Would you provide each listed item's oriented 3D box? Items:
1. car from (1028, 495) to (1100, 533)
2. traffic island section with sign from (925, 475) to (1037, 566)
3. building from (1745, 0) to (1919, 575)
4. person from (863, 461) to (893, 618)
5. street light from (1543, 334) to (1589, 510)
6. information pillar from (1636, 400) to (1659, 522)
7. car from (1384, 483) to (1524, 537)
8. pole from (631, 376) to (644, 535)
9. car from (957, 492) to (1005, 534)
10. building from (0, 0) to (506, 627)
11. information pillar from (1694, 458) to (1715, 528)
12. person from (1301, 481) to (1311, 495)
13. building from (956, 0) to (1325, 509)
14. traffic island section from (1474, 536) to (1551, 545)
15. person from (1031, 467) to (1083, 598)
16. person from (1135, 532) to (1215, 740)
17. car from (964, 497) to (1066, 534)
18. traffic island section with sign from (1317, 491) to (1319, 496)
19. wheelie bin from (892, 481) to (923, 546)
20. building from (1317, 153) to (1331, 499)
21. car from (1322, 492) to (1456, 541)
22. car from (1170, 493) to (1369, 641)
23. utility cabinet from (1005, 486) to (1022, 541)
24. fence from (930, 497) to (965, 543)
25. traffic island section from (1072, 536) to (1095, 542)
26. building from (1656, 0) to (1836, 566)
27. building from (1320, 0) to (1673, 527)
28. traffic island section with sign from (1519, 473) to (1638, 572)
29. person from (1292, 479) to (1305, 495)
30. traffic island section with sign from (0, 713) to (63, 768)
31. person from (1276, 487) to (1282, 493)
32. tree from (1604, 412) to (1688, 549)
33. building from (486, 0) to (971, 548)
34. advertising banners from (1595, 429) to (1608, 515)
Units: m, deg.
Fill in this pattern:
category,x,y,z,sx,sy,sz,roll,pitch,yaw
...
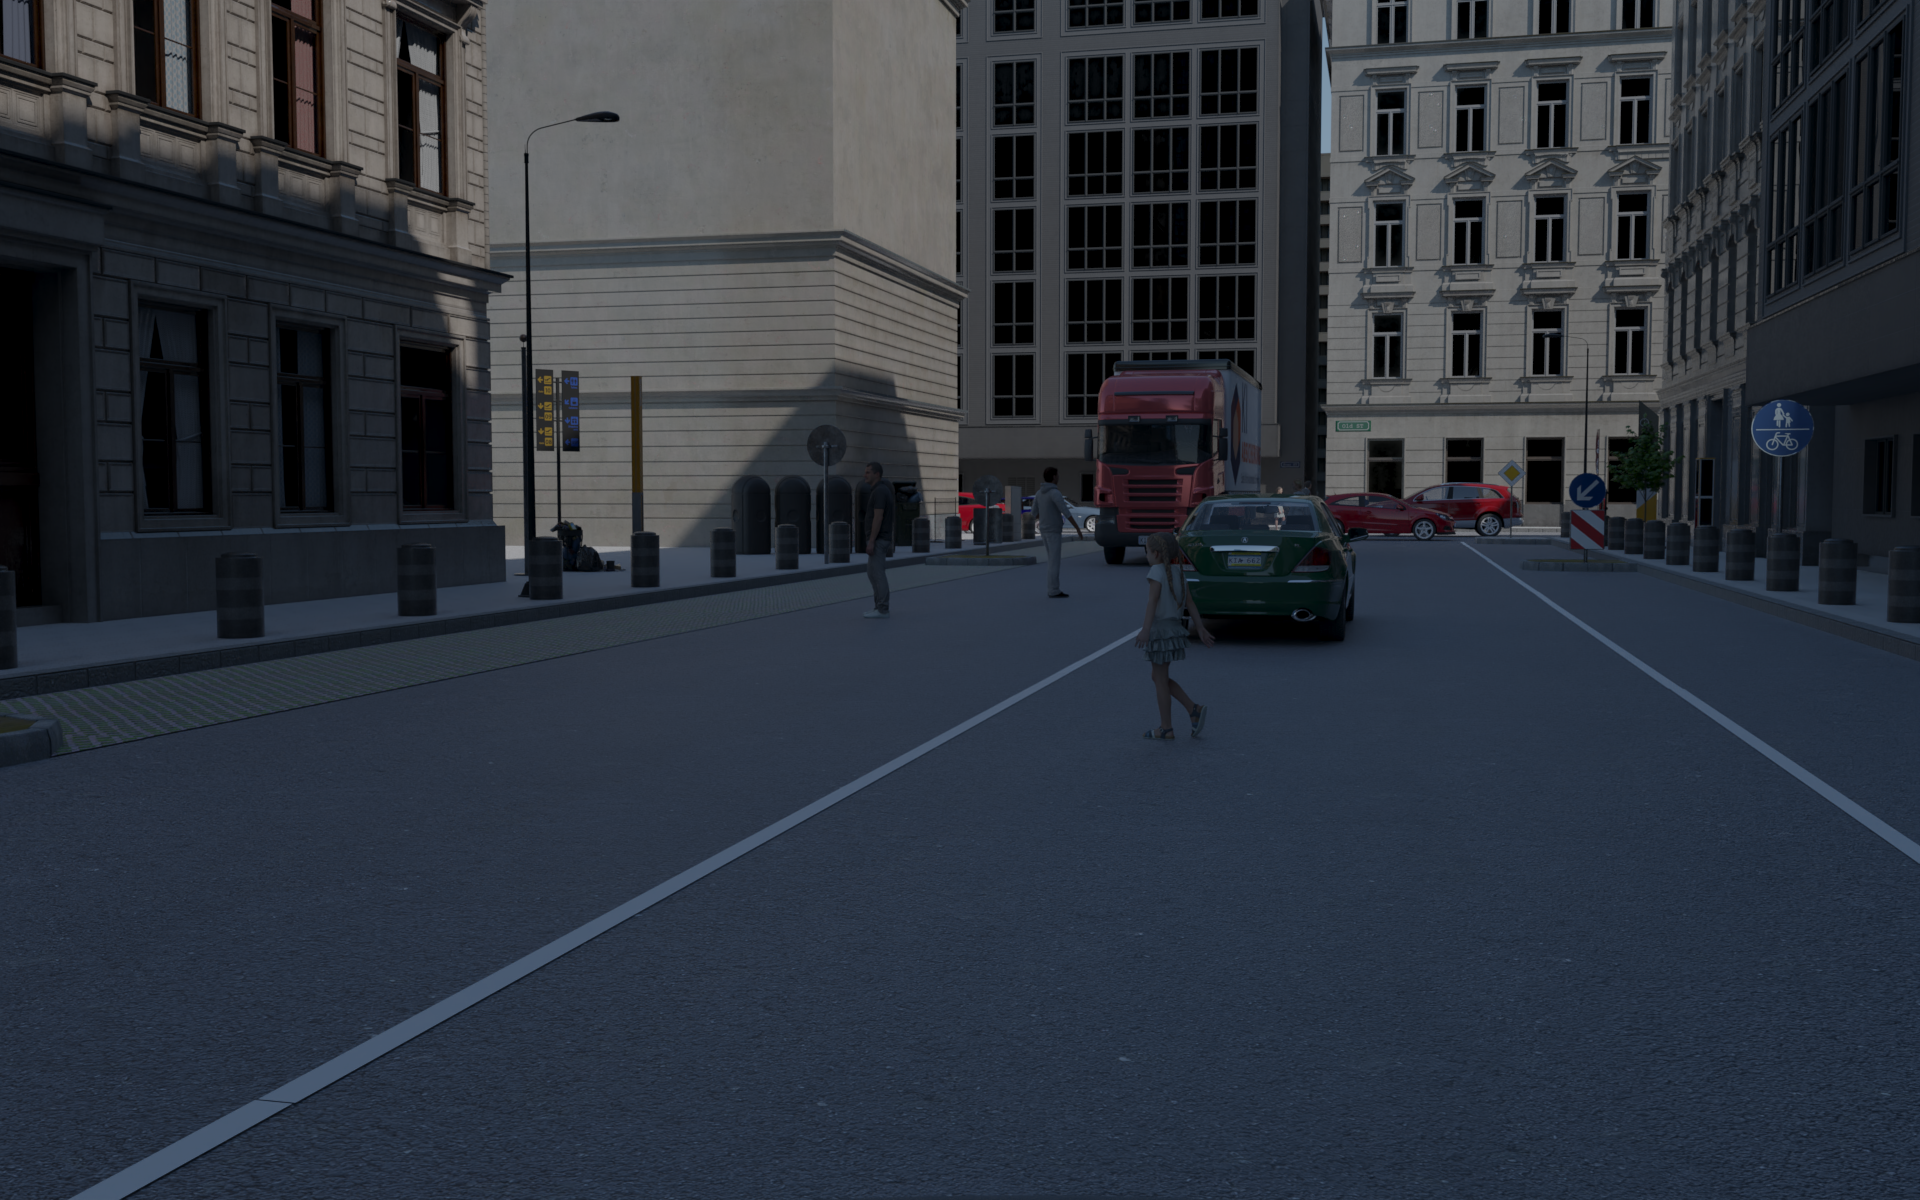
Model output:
category,x,y,z,sx,sy,sz,roll,pitch,yaw
car,3.697,-3.246,65.075,4.499,1.417,2.014,1,4,15
traffic island section with sign,0.498,-1.632,35.313,1.989,1.847,2.006,1,4,14
building,17.766,-13.657,16.792,14.314,27.812,24.014,1,4,14
person,-0.982,-0.700,20.073,0.434,1.807,0.598,1,4,16
street light,17.553,-4.747,50.150,1.470,5.913,1.316,1,4,14
information pillar,17.086,-3.164,43.087,0.504,3.616,0.183,1,4,21
car,16.282,-3.050,58.545,5.304,1.827,2.281,1,4,13
pole,-5.581,-2.209,29.964,0.158,3.312,0.155,0,3,0
car,-0.551,-3.005,58.166,4.494,1.783,2.155,1,4,14
building,-13.406,-9.328,17.138,10.561,19.102,19.286,1,4,14
information pillar,15.160,-1.883,35.281,0.304,2.012,0.304,1,4,9
person,10.362,-2.651,51.943,0.850,1.850,0.679,1,4,14
building,3.937,-17.437,78.604,24.014,27.812,14.314,1,4,14
traffic island section,16.120,-1.734,50.631,2.009,0.180,2.903,1,4,14
person,1.352,-0.939,24.009,0.789,1.805,0.875,-2,4,-34
person,1.218,0.212,10.051,0.382,1.210,0.505,2,4,34
car,1.726,-2.973,61.197,3.894,1.354,1.945,1,4,13
traffic island section with sign,39.143,-11.116,190.367,1.989,1.847,2.006,1,4,14
wheelie bin,-1.342,-2.129,42.722,0.980,1.594,0.693,-2,4,-27
building,46.350,-37.375,234.780,21.600,48.544,21.300,1,4,14
car,13.152,-2.752,54.039,4.494,1.783,2.155,1,4,15
car,3.248,-0.409,18.481,2.131,1.459,4.920,1,4,14
utility cabinet,1.468,-2.369,47.408,0.318,1.500,1.173,0,4,-6
fence,-0.390,-2.173,46.725,0.480,1.192,2.264,1,4,15
traffic island section,4.679,-1.908,53.476,2.009,0.180,2.903,1,4,14
building,21.717,-11.536,37.762,9.793,20.994,18.267,1,4,14
building,37.359,-18.021,71.061,44.131,29.872,17.030,1,4,14
traffic island section with sign,11.737,-1.488,32.964,1.989,1.847,2.006,1,4,14
person,7.958,-1.955,40.823,0.694,1.780,0.624,-2,4,-31
traffic island section with sign,-6.010,-0.032,9.152,1.989,1.847,2.006,1,4,14
person,11.904,-3.374,64.670,0.522,1.701,0.512,2,4,28
tree,16.205,-2.837,40.988,1.663,3.219,1.824,0,3,0
building,-17.673,-14.170,50.761,34.723,24.649,14.460,1,4,14
advertising banners,17.046,-3.049,46.038,0.090,3.025,2.074,1,4,13
